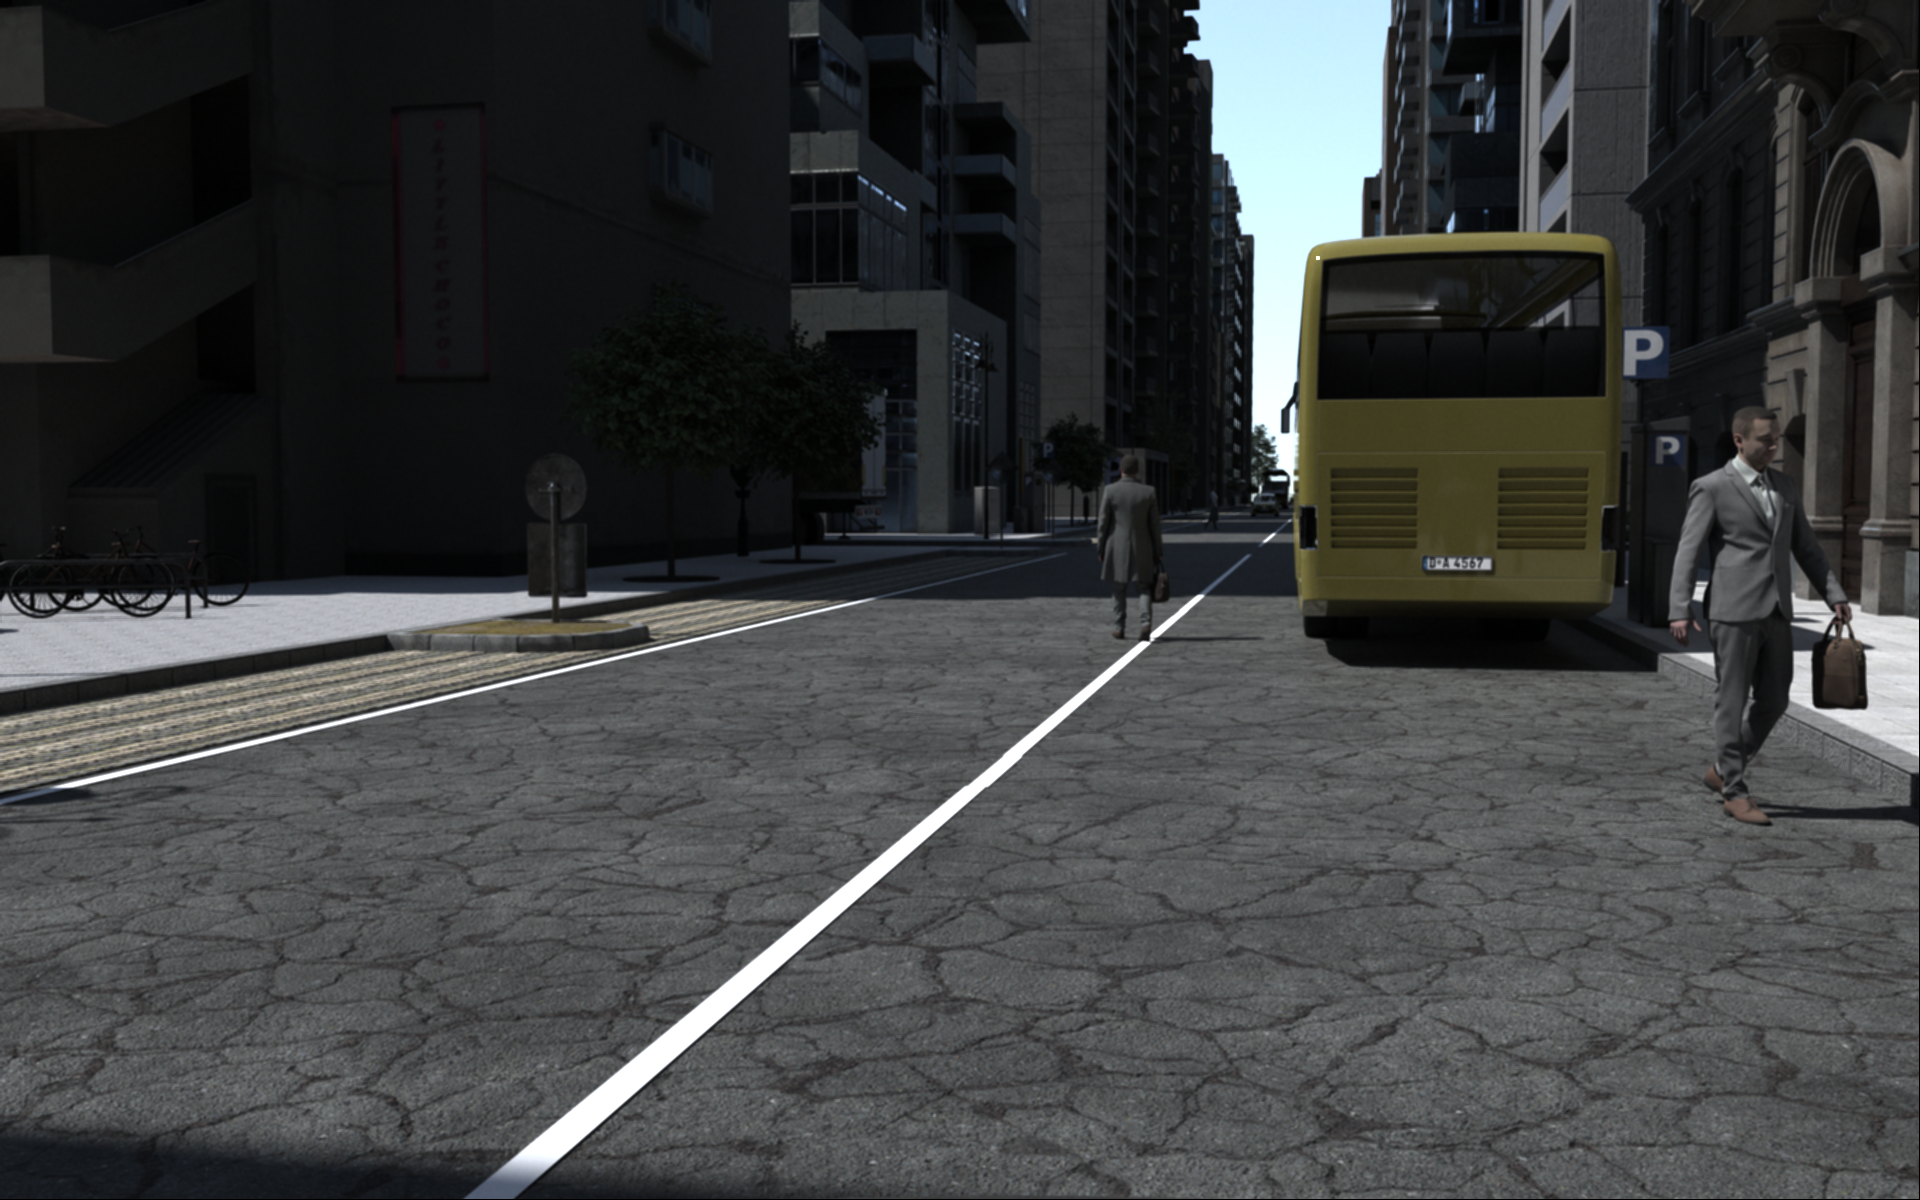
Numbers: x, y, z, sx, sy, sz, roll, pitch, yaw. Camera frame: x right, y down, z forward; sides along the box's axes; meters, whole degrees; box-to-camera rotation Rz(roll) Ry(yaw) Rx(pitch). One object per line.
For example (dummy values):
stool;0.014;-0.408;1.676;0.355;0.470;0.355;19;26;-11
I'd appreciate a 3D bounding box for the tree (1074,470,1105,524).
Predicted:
tree;5.524;-4.863;74.103;1.663;3.219;1.824;0;3;0

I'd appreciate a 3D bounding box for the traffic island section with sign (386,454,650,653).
traffic island section with sign;-4.076;-0.482;16.512;1.989;1.847;2.006;1;4;12

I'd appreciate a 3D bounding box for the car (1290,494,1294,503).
car;47.960;-14.729;251.036;2.015;1.641;3.980;1;4;12

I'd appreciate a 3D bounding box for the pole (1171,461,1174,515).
pole;12.929;-6.816;105.287;0.158;3.312;0.155;0;3;0

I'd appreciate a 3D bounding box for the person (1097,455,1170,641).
person;1.688;-0.512;16.968;0.694;1.812;0.767;0;4;-1

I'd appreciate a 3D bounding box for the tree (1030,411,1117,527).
tree;4.437;-5.142;67.792;4.285;4.588;4.351;0;3;0

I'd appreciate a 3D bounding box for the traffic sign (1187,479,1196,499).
traffic sign;16.320;-7.491;122.591;0.768;2.556;0.104;1;4;17

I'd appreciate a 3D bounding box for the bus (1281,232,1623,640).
bus;5.144;-1.737;19.940;2.896;3.916;12.252;1;4;11

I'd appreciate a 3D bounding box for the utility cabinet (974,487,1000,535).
utility cabinet;0.858;-2.767;53.915;0.318;1.500;1.173;2;4;28

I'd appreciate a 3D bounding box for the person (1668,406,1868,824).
person;3.489;0.063;7.592;0.709;1.813;0.853;-1;4;-16

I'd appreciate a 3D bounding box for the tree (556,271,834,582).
tree;-4.222;-2.570;25.733;4.285;4.588;4.351;0;3;0

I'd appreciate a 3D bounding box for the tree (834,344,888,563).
tree;-3.099;-2.984;32.503;4.285;4.588;4.351;0;3;0

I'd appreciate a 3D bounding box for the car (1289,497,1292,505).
car;40.954;-12.858;219.022;1.959;1.807;4.718;1;4;10

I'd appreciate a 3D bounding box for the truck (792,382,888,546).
truck;-7.658;-3.483;45.860;11.283;4.237;2.839;1;4;13

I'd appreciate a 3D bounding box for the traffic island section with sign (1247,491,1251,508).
traffic island section with sign;28.445;-10.023;172.506;1.989;1.847;2.006;1;4;12

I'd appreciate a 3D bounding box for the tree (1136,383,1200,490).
tree;13.699;-10.090;115.328;4.737;8.622;4.395;0;3;0

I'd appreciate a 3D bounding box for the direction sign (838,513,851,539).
direction sign;-3.287;-3.490;49.053;0.876;3.537;0.379;-1;4;-20

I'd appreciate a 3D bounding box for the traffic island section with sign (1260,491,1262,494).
traffic island section with sign;45.277;-14.964;253.294;1.989;1.847;2.006;1;4;12

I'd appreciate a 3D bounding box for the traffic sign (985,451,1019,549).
traffic sign;0.982;-2.262;40.628;0.795;2.450;0.064;1;4;12

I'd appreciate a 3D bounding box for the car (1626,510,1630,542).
car;18.425;-2.032;42.015;4.718;1.807;1.959;1;4;10

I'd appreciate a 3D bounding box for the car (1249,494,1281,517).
car;19.401;-6.105;110.045;2.015;1.641;3.980;1;4;12

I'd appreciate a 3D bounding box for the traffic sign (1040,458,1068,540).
traffic sign;2.612;-2.740;48.446;0.795;2.450;0.064;1;4;12

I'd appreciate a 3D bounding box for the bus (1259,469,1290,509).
bus;31.165;-10.961;170.758;2.896;3.916;12.252;1;4;12

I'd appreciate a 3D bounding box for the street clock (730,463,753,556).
street clock;-4.473;-1.903;35.678;0.471;2.002;0.358;1;4;12

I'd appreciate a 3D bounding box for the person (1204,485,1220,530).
person;10.112;-3.717;69.505;0.641;1.798;0.478;2;4;26

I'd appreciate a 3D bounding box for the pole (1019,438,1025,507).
pole;2.252;-4.242;63.207;0.158;3.312;0.155;0;3;0

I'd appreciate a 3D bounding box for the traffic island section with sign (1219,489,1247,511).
traffic island section with sign;22.938;-8.409;146.117;1.989;1.847;2.006;1;4;12

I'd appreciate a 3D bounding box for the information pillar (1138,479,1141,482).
information pillar;8.857;-5.017;86.515;0.304;2.012;0.304;0;4;1

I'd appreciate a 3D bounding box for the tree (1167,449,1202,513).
tree;15.023;-8.308;119.543;4.285;4.588;4.351;0;3;0

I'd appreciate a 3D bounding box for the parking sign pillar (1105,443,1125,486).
parking sign pillar;8.227;-6.240;90.497;1.447;3.967;1.447;2;4;29

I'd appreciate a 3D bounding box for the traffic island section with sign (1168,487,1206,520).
traffic island section with sign;12.778;-5.425;97.325;1.989;1.847;2.006;1;4;12

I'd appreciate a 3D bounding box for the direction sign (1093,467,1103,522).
direction sign;6.205;-5.276;78.257;0.379;3.537;0.876;2;4;35
